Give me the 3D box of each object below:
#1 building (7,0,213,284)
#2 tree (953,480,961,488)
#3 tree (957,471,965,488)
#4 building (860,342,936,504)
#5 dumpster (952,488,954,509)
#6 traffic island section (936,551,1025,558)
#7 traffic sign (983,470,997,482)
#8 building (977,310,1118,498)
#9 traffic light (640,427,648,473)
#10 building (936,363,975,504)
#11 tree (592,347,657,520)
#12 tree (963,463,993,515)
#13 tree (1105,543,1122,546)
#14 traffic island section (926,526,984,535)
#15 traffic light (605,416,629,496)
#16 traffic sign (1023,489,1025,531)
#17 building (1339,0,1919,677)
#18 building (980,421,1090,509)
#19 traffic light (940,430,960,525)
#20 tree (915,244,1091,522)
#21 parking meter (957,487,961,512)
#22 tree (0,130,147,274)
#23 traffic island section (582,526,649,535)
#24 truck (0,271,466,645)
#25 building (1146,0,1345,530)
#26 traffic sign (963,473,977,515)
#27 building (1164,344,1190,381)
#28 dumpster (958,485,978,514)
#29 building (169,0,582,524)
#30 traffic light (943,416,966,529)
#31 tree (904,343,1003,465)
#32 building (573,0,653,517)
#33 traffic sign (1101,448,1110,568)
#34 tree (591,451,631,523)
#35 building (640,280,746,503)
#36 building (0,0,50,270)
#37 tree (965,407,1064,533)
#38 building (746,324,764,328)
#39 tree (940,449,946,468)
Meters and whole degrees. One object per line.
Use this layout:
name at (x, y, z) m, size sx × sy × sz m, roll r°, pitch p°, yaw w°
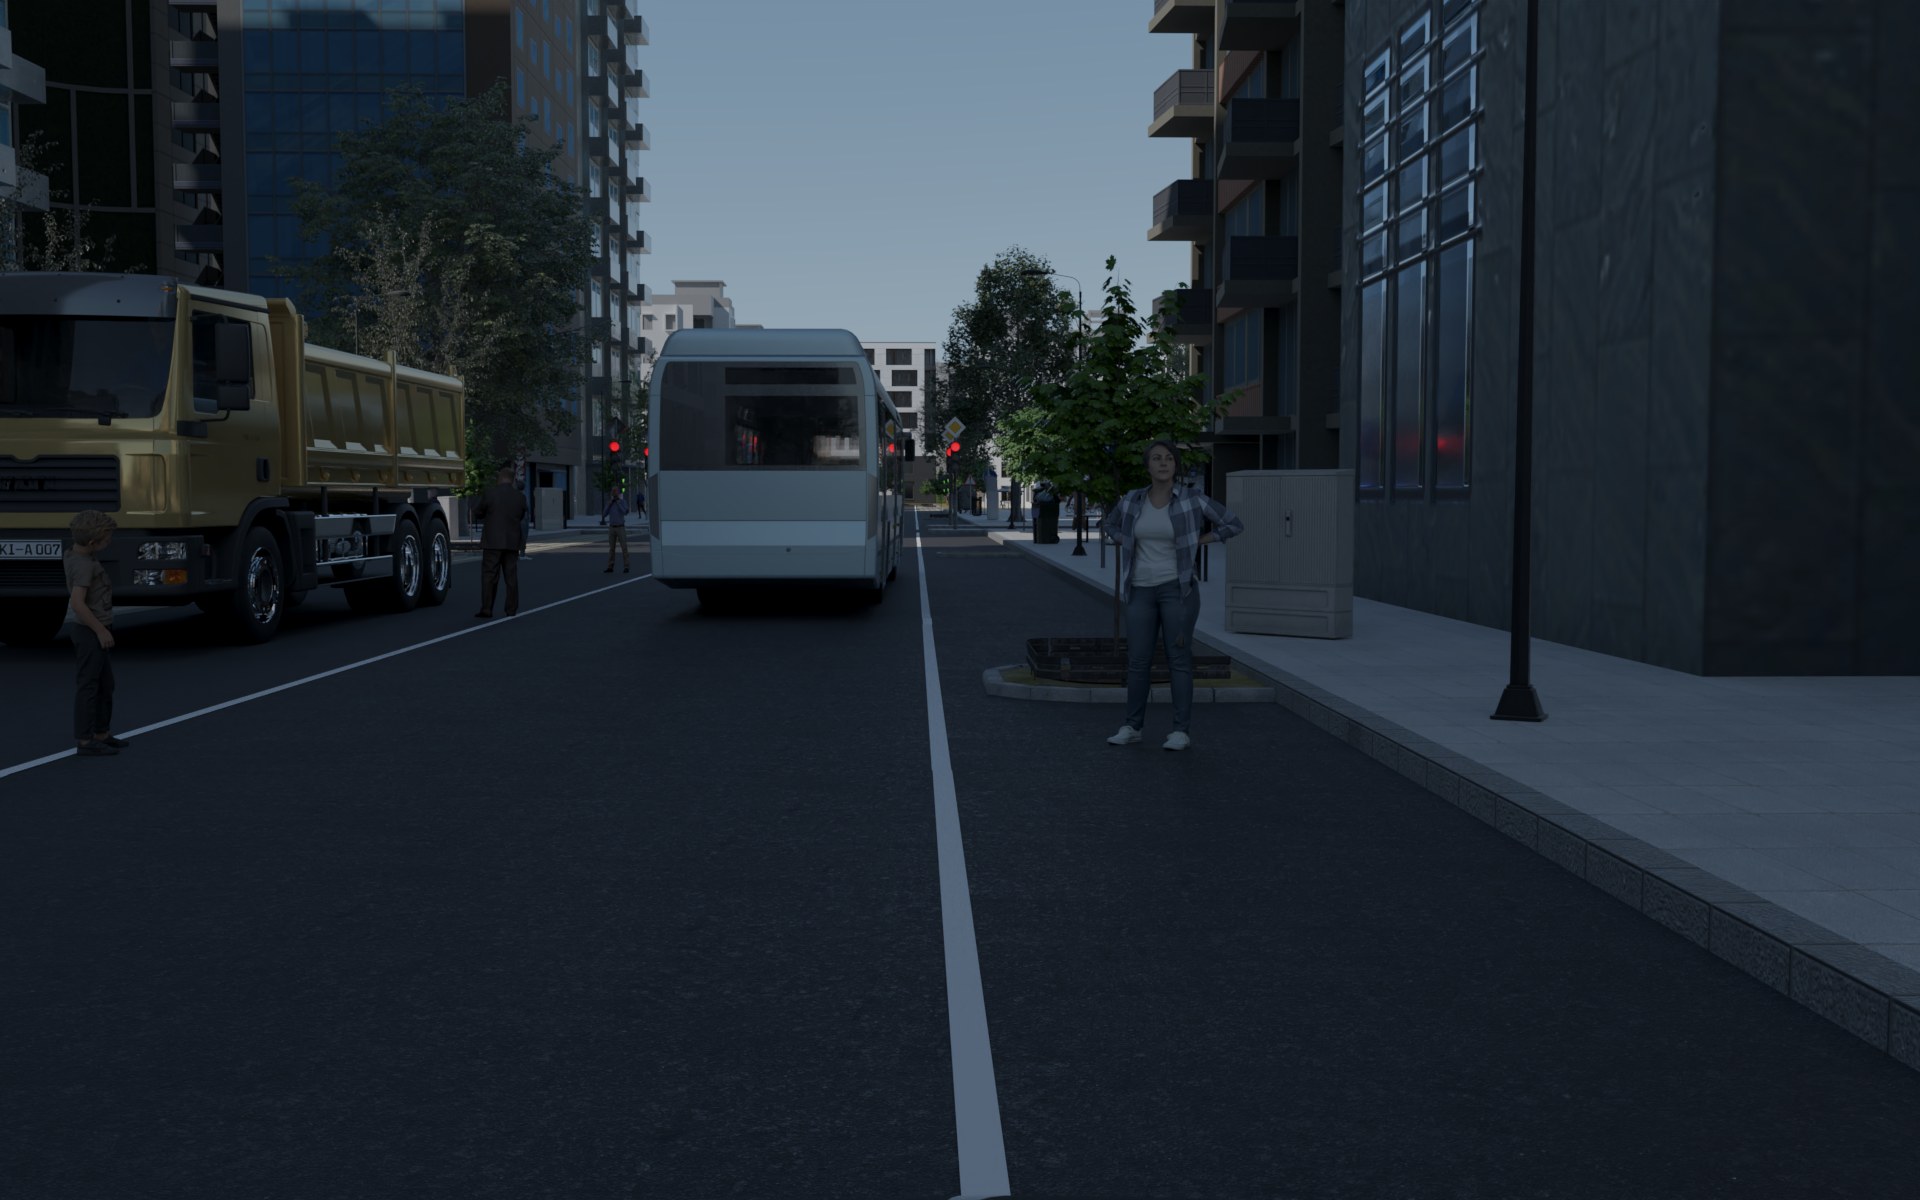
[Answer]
building at (-47.636, -39.319, 81.122) m, size 20.611 × 71.187 × 20.563 m, roll 0°, pitch 4°, yaw -2°
tree at (0.329, -9.859, 155.800) m, size 1.663 × 3.219 × 1.824 m, roll 0°, pitch 3°, yaw 0°
tree at (1.113, -8.496, 122.623) m, size 4.285 × 4.588 × 4.351 m, roll 0°, pitch 3°, yaw 0°
building at (-19.893, -24.607, 246.294) m, size 32.646 × 21.610 × 27.936 m, roll 0°, pitch 4°, yaw -2°
dumpster at (-0.196, -8.461, 144.103) m, size 1.264 × 1.857 × 1.865 m, roll 0°, pitch 4°, yaw -2°
traffic island section at (0.448, -1.038, 39.837) m, size 1.991 × 0.108 × 1.994 m, roll 0°, pitch 4°, yaw -2°
traffic sign at (1.577, -5.537, 90.629) m, size 0.768 × 2.556 × 0.104 m, roll 0°, pitch 3°, yaw 0°
building at (9.239, -19.909, 181.937) m, size 16.016 × 20.091 × 11.380 m, roll 0°, pitch 4°, yaw -2°
traffic light at (-12.561, -4.978, 70.311) m, size 0.839 × 4.253 × 0.868 m, roll 0°, pitch 4°, yaw -2°
building at (12.311, -22.945, 241.609) m, size 31.486 × 18.905 × 16.747 m, roll 0°, pitch 4°, yaw -2°
tree at (-15.841, -8.302, 86.092) m, size 4.737 × 8.622 × 4.395 m, roll 0°, pitch 3°, yaw 0°
tree at (1.388, -6.913, 107.635) m, size 1.663 × 3.219 × 1.824 m, roll 0°, pitch 3°, yaw 0°
tree at (4.183, -2.982, 43.356) m, size 1.663 × 3.219 × 1.824 m, roll 0°, pitch 3°, yaw 0°
traffic island section at (-0.152, -2.477, 62.781) m, size 2.009 × 0.180 × 2.903 m, roll 0°, pitch 4°, yaw -2°
traffic light at (-12.349, -4.490, 62.329) m, size 0.839 × 4.253 × 0.868 m, roll 0°, pitch 4°, yaw -2°
traffic sign at (2.222, -3.548, 60.134) m, size 0.606 × 2.300 × 0.079 m, roll 0°, pitch 4°, yaw 6°
building at (16.497, -42.333, 4.820) m, size 22.319 × 86.520 × 31.000 m, roll 0°, pitch 4°, yaw -2°
building at (6.821, -13.477, 162.497) m, size 9.099 × 9.664 × 28.070 m, roll 0°, pitch 4°, yaw -2°
traffic light at (-0.405, -4.999, 70.648) m, size 0.839 × 4.253 × 0.868 m, roll 0°, pitch 4°, yaw -2°
tree at (2.719, -9.948, 79.663) m, size 9.611 × 12.733 × 9.660 m, roll 0°, pitch 3°, yaw 0°
parking meter at (-0.078, -7.318, 125.356) m, size 0.255 × 1.863 × 0.399 m, roll -1°, pitch 4°, yaw -18°
tree at (-19.019, -5.168, 34.864) m, size 4.360 × 8.622 × 3.978 m, roll 0°, pitch 3°, yaw 0°
traffic island section at (-12.390, -2.458, 62.462) m, size 2.009 × 0.180 × 2.903 m, roll 0°, pitch 4°, yaw -2°
truck at (-7.888, -1.385, 18.577) m, size 3.469 × 3.379 × 9.791 m, roll 0°, pitch 4°, yaw -1°
building at (16.718, -23.861, 44.752) m, size 22.147 × 44.769 × 28.867 m, roll 0°, pitch 4°, yaw -2°
traffic sign at (0.623, -6.425, 105.057) m, size 0.884 × 2.594 × 0.081 m, roll 0°, pitch 4°, yaw 4°
building at (41.602, -22.186, 206.709) m, size 32.646 × 21.610 × 27.936 m, roll 0°, pitch 4°, yaw -2°
dumpster at (0.539, -6.524, 112.422) m, size 1.264 × 1.857 × 1.865 m, roll 0°, pitch 4°, yaw -1°
building at (-25.699, -26.201, 78.494) m, size 14.600 × 45.320 × 14.200 m, roll 0°, pitch 4°, yaw -2°
traffic light at (-0.193, -4.510, 62.666) m, size 0.839 × 4.253 × 0.868 m, roll 0°, pitch 4°, yaw -2°
tree at (0.627, -13.798, 135.973) m, size 12.009 × 13.543 × 11.850 m, roll 0°, pitch 3°, yaw 0°
building at (-31.775, -29.902, 108.501) m, size 23.786 × 49.044 × 30.456 m, roll 0°, pitch 4°, yaw -2°
traffic sign at (2.487, -1.831, 30.037) m, size 0.768 × 2.556 × 0.104 m, roll 0°, pitch 4°, yaw 7°
tree at (-15.848, -5.104, 78.051) m, size 1.663 × 3.219 × 1.824 m, roll 0°, pitch 3°, yaw 0°
building at (-27.487, -18.018, 151.008) m, size 16.016 × 20.091 × 11.380 m, roll 0°, pitch 4°, yaw -2°
building at (-43.547, -26.090, 46.181) m, size 30.456 × 49.044 × 23.786 m, roll 0°, pitch 4°, yaw -2°
tree at (2.605, -4.512, 57.491) m, size 4.285 × 4.588 × 4.351 m, roll 0°, pitch 3°, yaw 0°
building at (-28.616, -20.435, 190.531) m, size 16.016 × 20.091 × 11.380 m, roll 0°, pitch 4°, yaw -2°
tree at (-0.713, -14.729, 191.183) m, size 4.360 × 8.622 × 3.978 m, roll 0°, pitch 3°, yaw 0°
